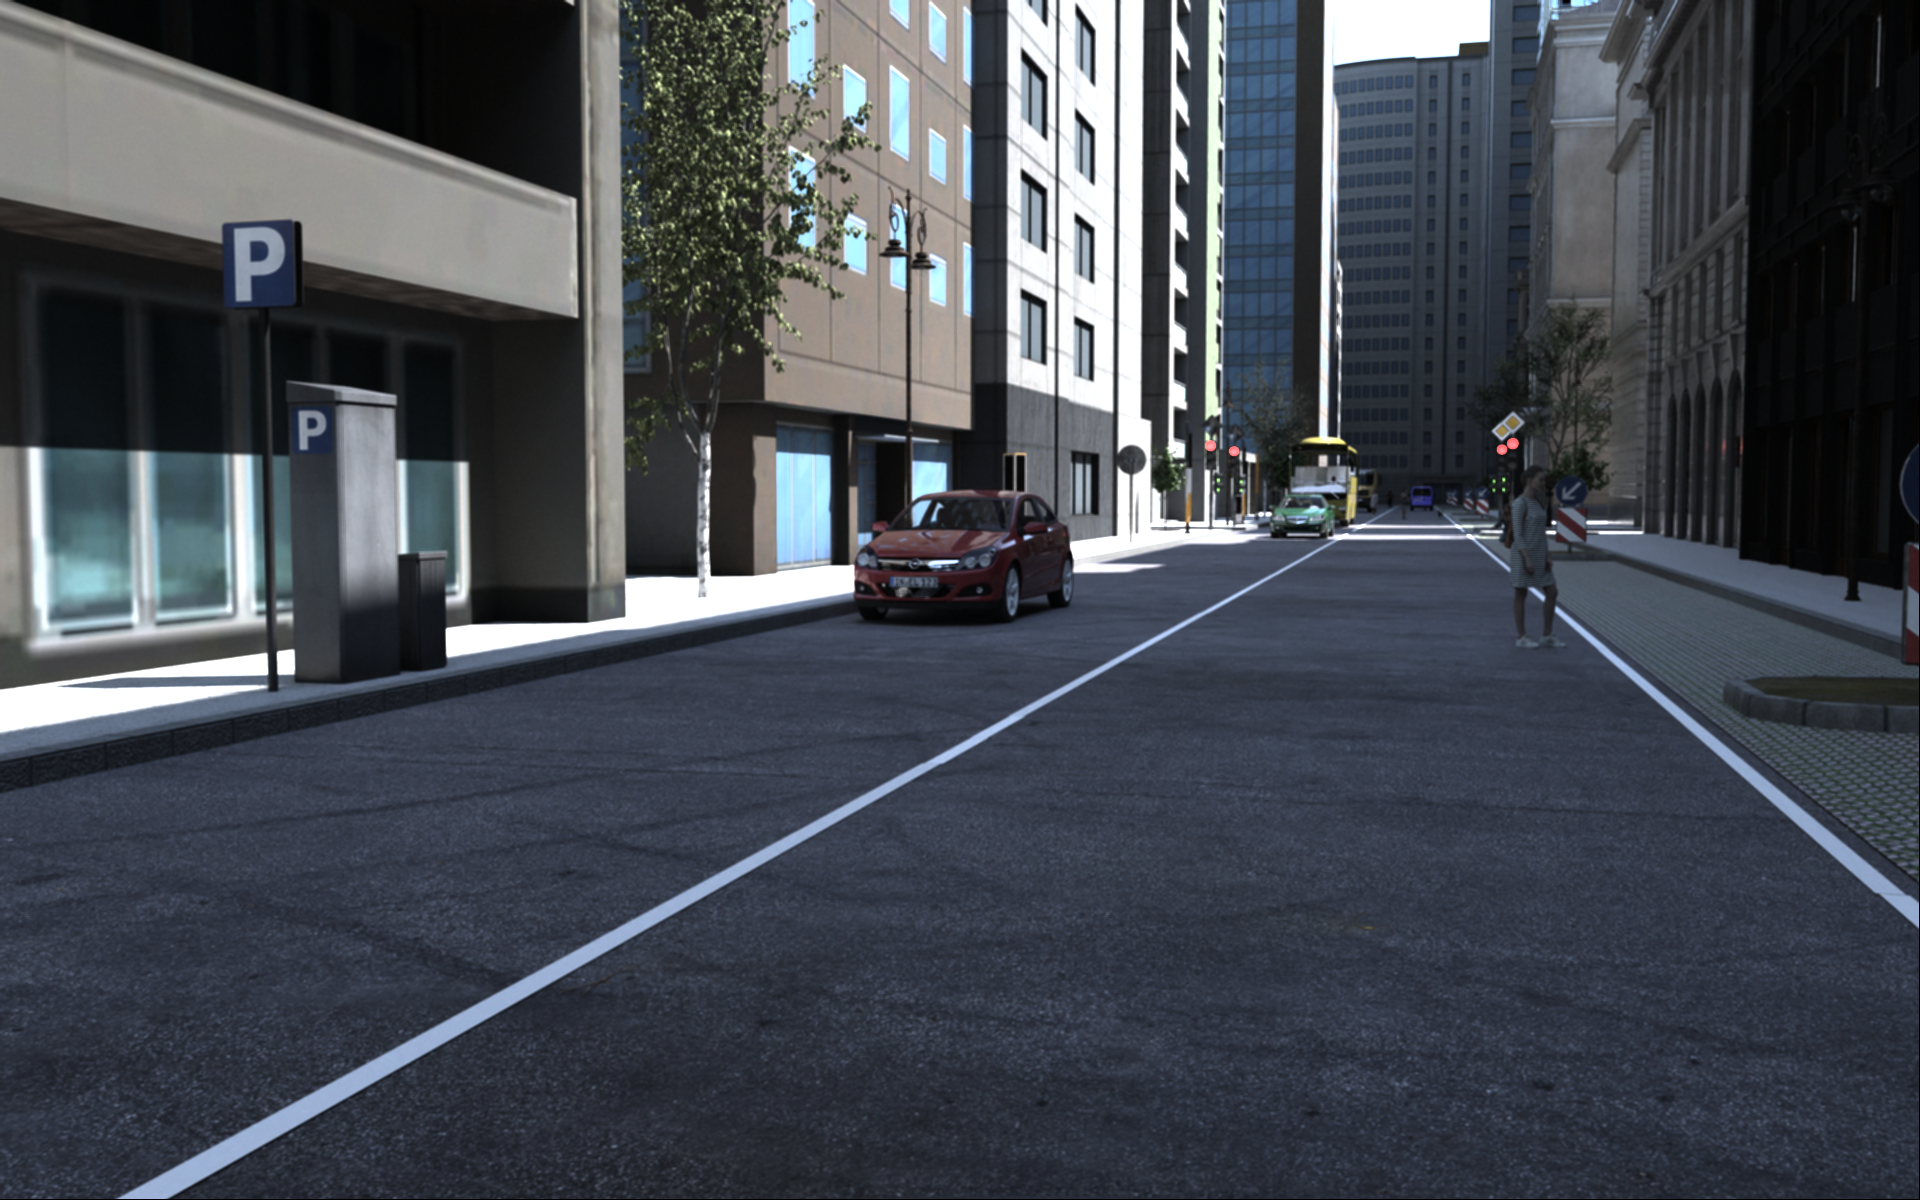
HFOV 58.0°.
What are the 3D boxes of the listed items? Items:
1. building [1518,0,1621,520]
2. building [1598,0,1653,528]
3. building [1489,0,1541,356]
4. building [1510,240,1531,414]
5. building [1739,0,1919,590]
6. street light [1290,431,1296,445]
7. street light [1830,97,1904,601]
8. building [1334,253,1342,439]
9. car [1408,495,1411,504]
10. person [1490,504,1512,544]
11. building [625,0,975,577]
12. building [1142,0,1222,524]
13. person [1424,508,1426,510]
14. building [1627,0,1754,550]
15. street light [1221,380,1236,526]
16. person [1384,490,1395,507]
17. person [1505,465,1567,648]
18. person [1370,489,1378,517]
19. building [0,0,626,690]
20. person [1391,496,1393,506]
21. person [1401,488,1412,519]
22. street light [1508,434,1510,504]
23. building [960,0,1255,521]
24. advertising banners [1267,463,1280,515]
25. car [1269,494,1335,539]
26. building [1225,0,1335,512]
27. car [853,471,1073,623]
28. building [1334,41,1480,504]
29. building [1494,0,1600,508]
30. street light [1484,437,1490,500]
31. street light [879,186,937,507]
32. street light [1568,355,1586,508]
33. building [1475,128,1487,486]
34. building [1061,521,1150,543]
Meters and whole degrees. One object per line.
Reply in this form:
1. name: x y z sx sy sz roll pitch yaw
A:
1. building: 37.775 -18.803 93.328 13.634 28.700 20.117 1 4 15
2. building: 35.744 -14.583 67.316 19.941 23.489 11.050 1 4 15
3. building: 65.395 -38.987 179.439 21.231 58.520 28.212 1 4 15
4. building: 45.787 -18.383 119.646 14.460 24.649 34.723 1 4 15
5. building: 19.271 -11.898 24.215 12.332 23.373 15.834 1 4 15
6. street light: 20.548 -8.205 106.946 0.468 5.910 1.993 1 4 15
7. street light: 10.756 -2.930 20.693 0.468 5.910 1.993 1 4 15
8. building: 38.810 -26.772 209.429 14.107 30.474 14.160 1 4 15
9. car: 55.586 -12.306 213.208 2.014 1.417 4.499 1 4 17
10. person: 15.636 -2.148 49.113 1.012 1.151 0.738 2 4 29
11. building: -7.812 -23.459 33.658 14.600 45.320 14.200 1 4 15
12. building: 3.913 -24.106 77.731 14.154 41.232 14.086 1 4 15
13. person: 40.533 -8.539 151.339 0.697 1.427 0.421 3 4 36
14. building: 25.010 -12.326 43.337 13.314 21.916 24.055 1 4 15
15. street light: 10.856 -5.952 70.099 0.468 5.910 1.993 1 4 15
16. person: 46.030 -10.829 185.498 1.348 1.831 0.705 -1 4 -12
17. person: 5.323 -0.406 16.148 0.512 1.701 0.522 -3 5 -42
18. person: 25.402 -5.935 106.286 0.466 1.731 0.760 0 4 6
19. building: -16.452 -23.572 9.101 21.300 48.544 21.600 1 4 15
20. person: 48.293 -11.163 194.275 1.065 1.426 0.557 -3 5 -40
21. person: 25.312 -5.474 98.362 0.532 1.782 0.716 2 4 32
22. street light: 32.063 -7.844 101.041 0.468 5.910 1.993 1 4 15
23. building: 7.547 -40.755 104.596 20.563 71.187 20.611 1 4 15
24. advertising banners: 17.687 -6.210 97.723 0.090 3.025 2.074 -1 4 -9
25. car: 11.366 -2.785 57.333 2.131 1.459 4.920 1 4 16
26. building: 20.185 -29.246 128.275 14.600 45.320 14.200 1 4 15
27. car: 0.119 -0.719 20.804 2.155 1.783 4.494 1 4 16
28. building: 58.631 -42.167 231.430 28.212 58.520 21.231 1 4 15
29. building: 59.206 -51.180 149.463 22.319 86.520 31.000 1 4 15
30. street light: 41.911 -10.095 137.846 0.468 5.910 1.993 1 4 15
31. street light: -0.781 -3.279 26.398 0.468 5.910 1.993 1 4 15
32. street light: 20.563 -5.202 57.839 0.468 5.910 1.993 1 4 15
33. building: 67.995 -33.728 201.555 14.600 45.320 14.200 1 4 15
34. building: -6.169 -37.349 48.909 20.611 71.187 20.563 1 4 15
